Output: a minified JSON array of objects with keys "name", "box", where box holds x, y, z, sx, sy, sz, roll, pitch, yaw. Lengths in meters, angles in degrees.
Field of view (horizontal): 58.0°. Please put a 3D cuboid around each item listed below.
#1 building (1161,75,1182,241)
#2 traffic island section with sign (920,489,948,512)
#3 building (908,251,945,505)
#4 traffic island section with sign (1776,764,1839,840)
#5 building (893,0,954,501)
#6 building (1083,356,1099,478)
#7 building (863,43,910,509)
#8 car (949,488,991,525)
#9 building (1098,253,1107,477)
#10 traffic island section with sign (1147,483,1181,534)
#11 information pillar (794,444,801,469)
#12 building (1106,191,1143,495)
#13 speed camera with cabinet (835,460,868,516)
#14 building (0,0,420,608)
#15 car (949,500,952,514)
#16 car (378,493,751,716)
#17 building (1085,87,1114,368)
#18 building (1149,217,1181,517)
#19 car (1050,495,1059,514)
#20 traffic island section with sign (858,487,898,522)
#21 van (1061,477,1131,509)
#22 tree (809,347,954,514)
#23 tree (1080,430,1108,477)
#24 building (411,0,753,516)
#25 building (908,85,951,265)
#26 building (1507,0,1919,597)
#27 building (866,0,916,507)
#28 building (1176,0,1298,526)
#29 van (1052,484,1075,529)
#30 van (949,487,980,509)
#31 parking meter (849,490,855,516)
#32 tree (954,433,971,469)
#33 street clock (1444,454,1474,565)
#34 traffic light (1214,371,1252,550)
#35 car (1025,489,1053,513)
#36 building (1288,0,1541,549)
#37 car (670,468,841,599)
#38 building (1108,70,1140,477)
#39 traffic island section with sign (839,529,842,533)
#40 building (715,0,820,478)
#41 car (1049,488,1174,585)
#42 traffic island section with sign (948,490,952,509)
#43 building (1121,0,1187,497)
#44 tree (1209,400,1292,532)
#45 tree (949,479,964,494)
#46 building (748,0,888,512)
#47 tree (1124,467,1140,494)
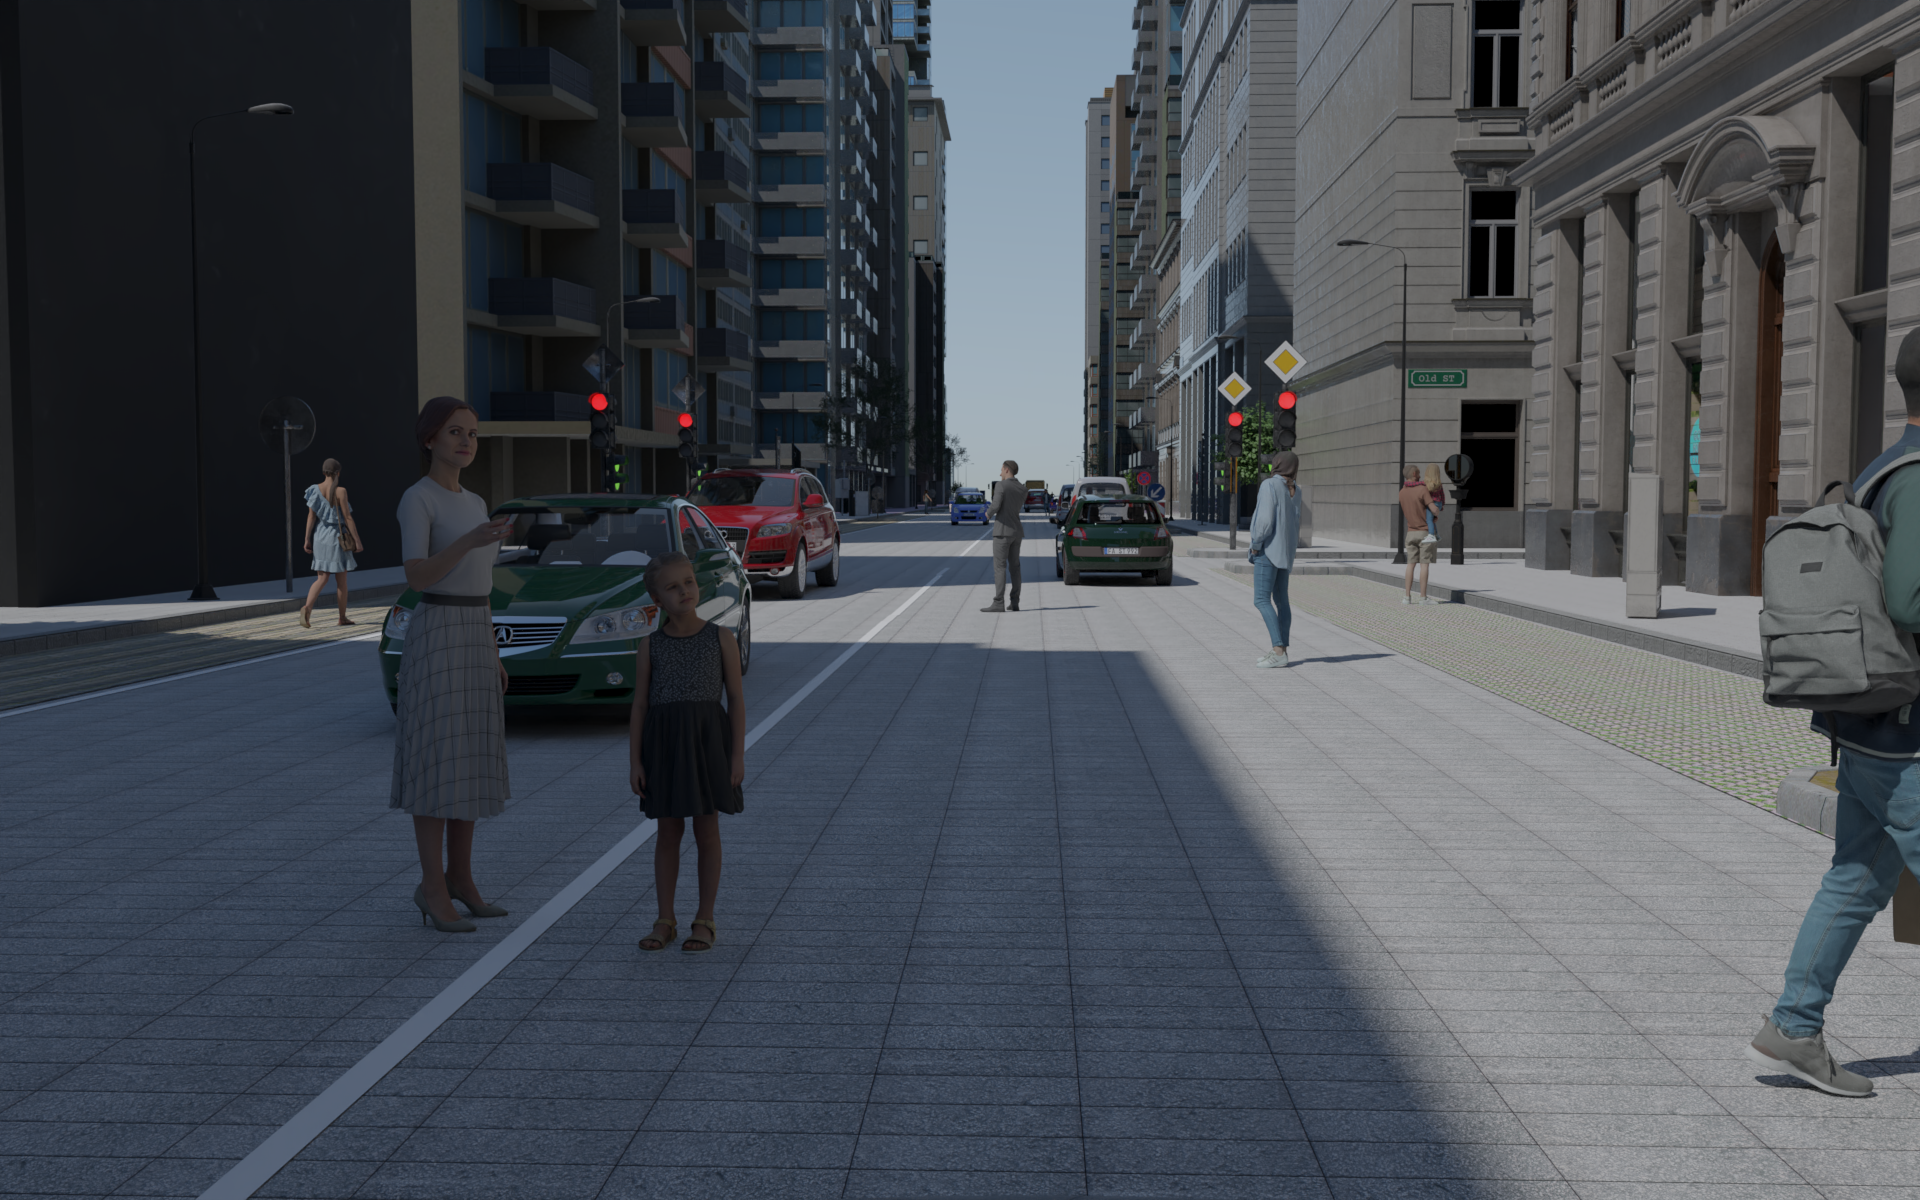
[{"name":"building","box":[21.137,-21.469,122.720,14.160,30.474,14.107,0,4,2]},{"name":"traffic island section with sign","box":[-2.203,-7.993,139.316,1.989,1.847,2.006,0,4,2]},{"name":"building","box":[-9.185,-26.634,207.159,14.160,30.474,14.107,0,4,2]},{"name":"traffic island section with sign","box":[4.619,0.087,7.212,1.989,1.847,2.006,0,4,2]},{"name":"building","box":[-11.784,-57.709,256.215,22.319,86.520,31.000,0,4,2]},{"name":"building","box":[30.660,-23.547,230.030,27.650,21.520,28.899,0,4,2]},{"name":"building","box":[-11.998,-28.726,153.261,14.154,41.232,14.086,0,4,2]},{"name":"car","box":[0.482,-4.323,80.267,1.945,1.707,3.694,0,4,3]},{"name":"building","box":[23.604,-26.676,207.849,14.160,30.474,14.107,0,4,2]},{"name":"traffic island section with sign","box":[6.928,-3.300,62.582,1.989,1.847,2.006,0,4,2]},{"name":"information pillar","box":[-7.368,-5.296,77.942,0.504,3.616,0.183,2,4,32]},{"name":"building","box":[21.791,-24.190,167.211,14.160,30.474,14.107,0,4,2]},{"name":"speed camera with cabinet","box":[-6.365,-6.573,101.811,2.038,3.252,0.660,-3,5,-41]},{"name":"building","box":[-18.037,-11.963,25.271,15.834,23.373,12.332,0,4,2]},{"name":"car","box":[0.237,-6.899,125.164,2.083,1.381,4.827,0,4,2]},{"name":"car","box":[-2.609,-0.033,12.341,2.131,1.459,4.920,0,4,1]},{"name":"building","box":[29.082,-43.761,257.493,21.231,58.520,28.212,0,4,2]},{"name":"building","box":[17.271,-14.653,104.208,10.561,19.102,19.286,0,4,2]},{"name":"car","box":[7.435,-6.991,126.876,1.945,1.354,3.894,0,4,4]},{"name":"traffic island section with sign","box":[-4.249,-4.990,90.208,1.989,1.847,2.006,0,4,2]},{"name":"van","box":[3.560,-2.245,43.716,2.013,2.044,4.112,0,4,4]},{"name":"tree","box":[-5.990,-10.774,110.566,8.767,10.594,7.601,1,4,21]},{"name":"tree","box":[15.890,-15.231,199.385,4.360,8.622,3.978,0,3,0]},{"name":"building","box":[-18.838,-24.467,54.656,22.147,44.769,28.867,0,4,2]},{"name":"building","box":[-15.997,-39.080,228.202,28.713,52.752,27.495,0,4,2]},{"name":"building","box":[14.274,-11.699,20.159,11.050,23.489,19.941,0,4,2]},{"name":"building","box":[-14.874,-44.743,169.796,20.563,71.187,20.611,0,4,2]},{"name":"building","box":[16.709,-18.422,78.700,11.434,29.767,29.804,0,4,2]},{"name":"van","box":[4.885,-4.020,72.743,2.013,2.044,4.112,0,4,3]},{"name":"van","box":[0.405,-5.839,102.473,2.013,2.044,4.112,0,4,4]},{"name":"parking meter","box":[-6.213,-5.576,99.579,0.372,1.533,0.369,0,3,0]},{"name":"tree","box":[-3.028,-15.605,189.559,8.767,10.594,7.601,-1,4,-9]},{"name":"street clock","box":[9.029,-1.640,31.386,0.471,2.002,0.358,3,4,36]},{"name":"traffic light","box":[6.260,-3.109,39.749,0.839,4.253,0.868,0,4,2]},{"name":"car","box":[6.113,-7.739,135.208,2.281,1.827,5.304,0,4,4]},{"name":"building","box":[31.901,-16.547,46.962,44.131,29.872,17.030,0,4,2]},{"name":"car","box":[-3.029,-1.025,25.426,2.281,1.827,5.304,0,4,4]},{"name":"building","box":[22.882,-32.522,181.843,14.600,45.320,14.200,0,4,2]},{"name":"traffic island section with sign","box":[-5.372,-3.342,63.276,1.989,1.847,2.006,0,4,2]},{"name":"building","box":[-24.030,-24.313,89.406,32.217,40.220,23.993,0,4,2]},{"name":"car","box":[2.496,-1.148,28.563,2.009,1.686,4.222,0,4,1]},{"name":"traffic island section with sign","box":[-1.058,-9.676,166.833,1.989,1.847,2.006,0,4,2]},{"name":"building","box":[25.784,-32.086,144.219,23.786,49.044,30.456,0,4,2]},{"name":"tree","box":[10.293,-4.611,59.097,4.285,4.588,4.351,0,3,0]},{"name":"tree","box":[-0.494,-14.121,225.480,1.663,3.219,1.824,0,3,0]},{"name":"building","box":[-18.061,-31.258,130.670,23.786,49.044,30.456,0,4,2]},{"name":"tree","box":[12.075,-7.782,121.832,1.663,3.219,1.824,0,3,0]}]
